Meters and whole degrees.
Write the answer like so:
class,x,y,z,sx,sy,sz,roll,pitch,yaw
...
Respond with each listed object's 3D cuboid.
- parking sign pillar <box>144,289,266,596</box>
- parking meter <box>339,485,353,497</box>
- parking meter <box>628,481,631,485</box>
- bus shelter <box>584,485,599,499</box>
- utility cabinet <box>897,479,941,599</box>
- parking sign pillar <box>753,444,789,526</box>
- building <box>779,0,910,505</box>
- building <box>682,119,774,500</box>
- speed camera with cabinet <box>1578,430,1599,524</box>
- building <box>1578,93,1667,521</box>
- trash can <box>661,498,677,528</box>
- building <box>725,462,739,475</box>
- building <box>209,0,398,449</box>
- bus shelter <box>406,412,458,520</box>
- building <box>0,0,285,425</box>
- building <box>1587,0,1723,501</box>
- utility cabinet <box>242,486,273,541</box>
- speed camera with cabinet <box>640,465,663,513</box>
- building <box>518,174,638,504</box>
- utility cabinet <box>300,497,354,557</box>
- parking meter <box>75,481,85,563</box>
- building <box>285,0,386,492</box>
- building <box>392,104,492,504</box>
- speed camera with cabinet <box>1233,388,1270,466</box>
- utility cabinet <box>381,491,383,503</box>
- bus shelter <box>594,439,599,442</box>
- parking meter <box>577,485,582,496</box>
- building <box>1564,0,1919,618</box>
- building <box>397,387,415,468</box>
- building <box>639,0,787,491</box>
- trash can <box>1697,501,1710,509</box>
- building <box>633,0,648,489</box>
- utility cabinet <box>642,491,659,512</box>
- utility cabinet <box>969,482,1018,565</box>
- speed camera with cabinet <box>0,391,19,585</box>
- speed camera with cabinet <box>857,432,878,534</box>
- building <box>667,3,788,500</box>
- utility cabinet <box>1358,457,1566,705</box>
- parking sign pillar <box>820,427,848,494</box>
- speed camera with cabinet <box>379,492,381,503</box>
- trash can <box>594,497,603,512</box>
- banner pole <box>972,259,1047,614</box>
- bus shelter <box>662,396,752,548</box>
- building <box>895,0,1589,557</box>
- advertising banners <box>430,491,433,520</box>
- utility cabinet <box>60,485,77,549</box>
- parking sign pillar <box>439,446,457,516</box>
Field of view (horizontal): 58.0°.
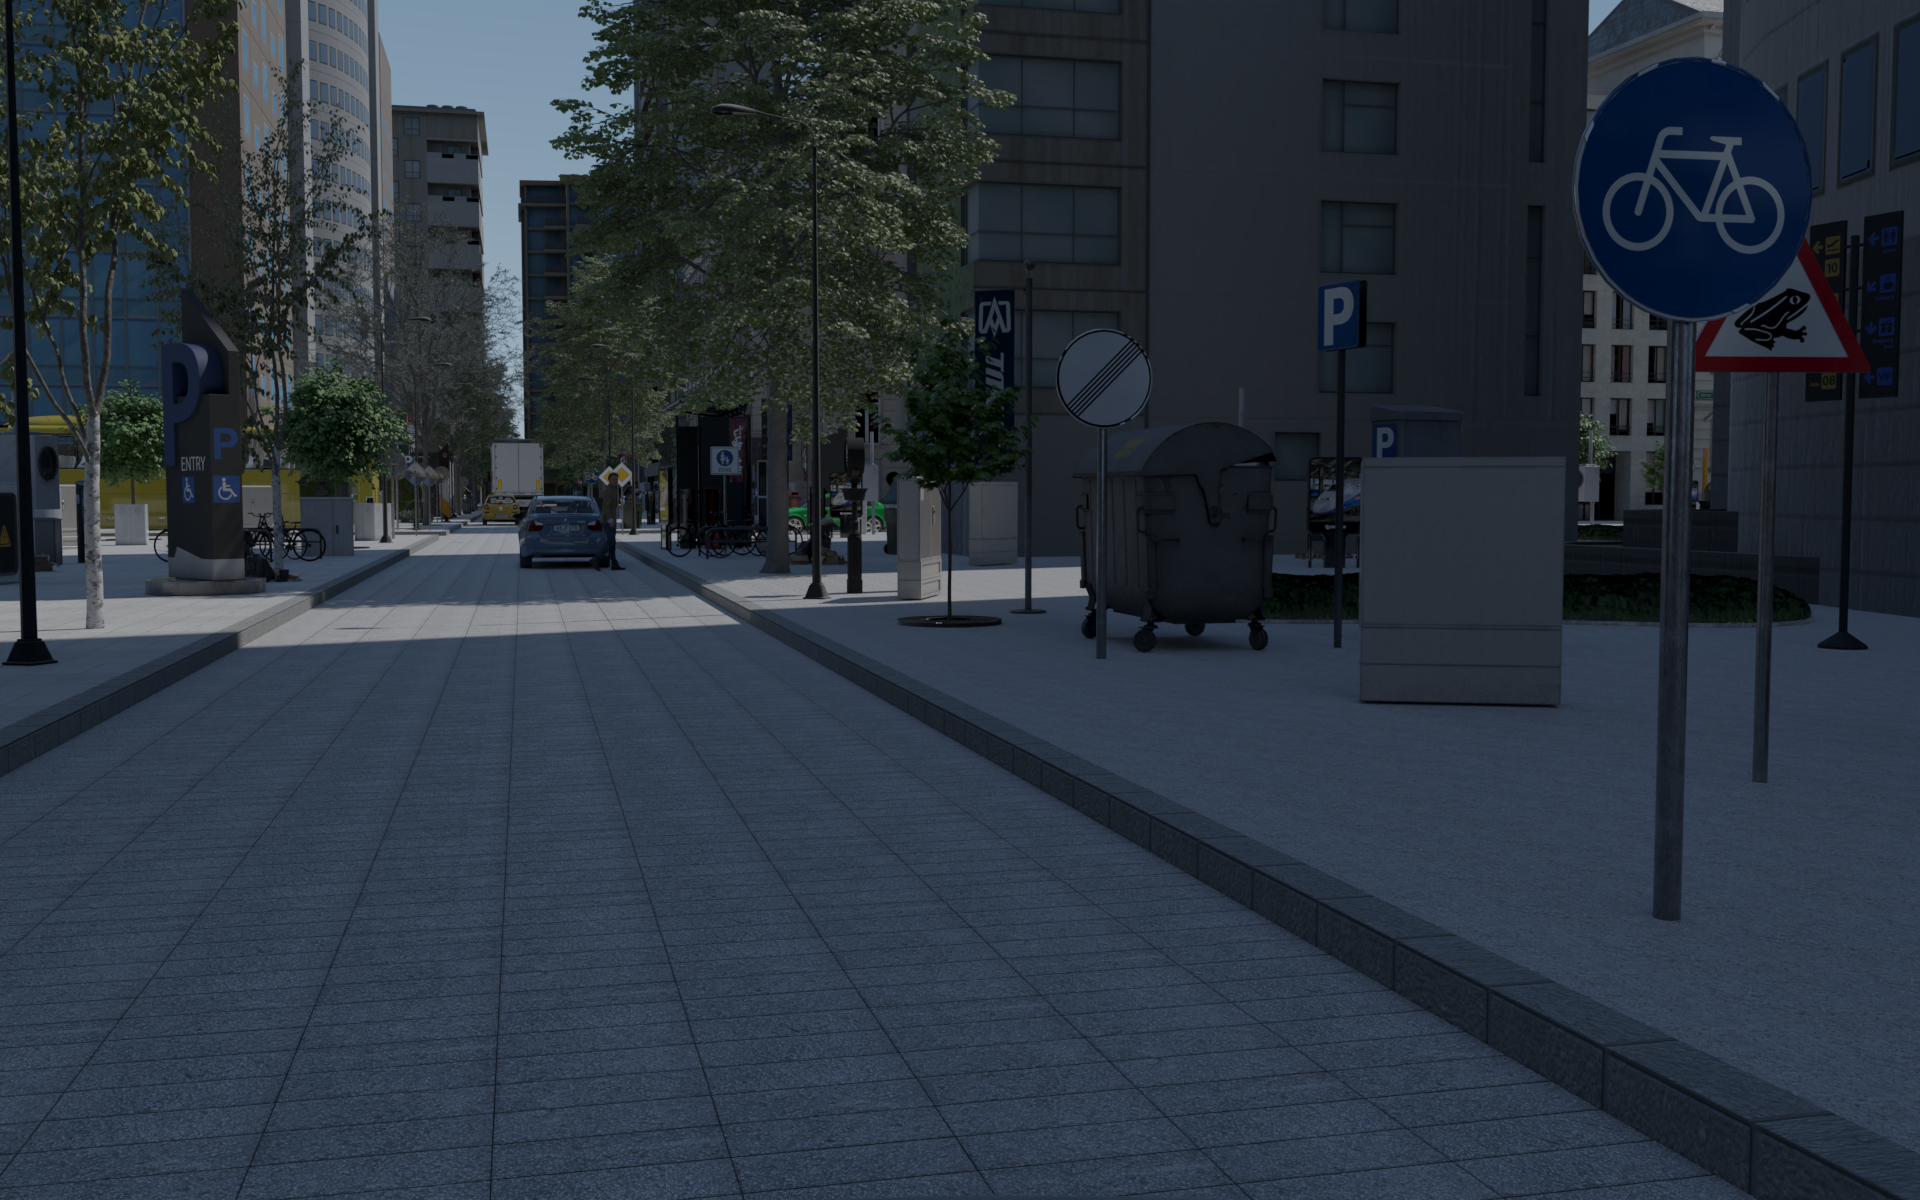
class,x,y,z,sx,sy,sz,roll,pitch,yaw
parking sign pillar,-9.769,-2.071,22.333,1.447,3.967,1.447,3,5,42
parking meter,-16.510,-2.332,46.546,0.372,1.533,0.369,0,3,0
parking meter,-15.022,-4.447,78.426,0.255,1.863,0.399,-1,4,-9
bus shelter,-22.496,-7.030,106.227,1.731,3.624,6.357,-1,4,-14
utility cabinet,-0.486,-0.778,21.403,0.318,1.500,1.173,1,4,11
parking sign pillar,-7.347,-4.836,67.546,1.447,3.967,1.447,-2,4,-30
building,4.653,-17.268,79.602,25.104,27.353,12.463,-1,4,-14
building,-8.754,-20.880,117.808,17.030,29.872,44.131,-1,4,-14
speed camera with cabinet,19.165,-3.672,54.367,0.660,3.252,2.038,-1,4,-18
building,24.989,-14.081,84.974,16.860,20.320,10.420,-1,4,-14
trash can,-10.396,-3.079,61.992,0.748,1.137,0.748,0,3,0
building,-24.452,-28.527,238.121,14.107,30.474,14.160,-1,4,-14
building,-61.346,-31.449,164.297,14.600,45.320,14.200,-1,4,-14
bus shelter,-26.748,-6.744,87.889,2.179,5.291,8.768,-1,4,-14
building,-35.810,-25.721,70.652,14.600,45.320,14.200,-1,4,-14
building,44.296,-18.557,90.792,23.554,28.519,14.401,-1,4,-14
utility cabinet,-18.820,-2.270,45.796,1.173,1.500,0.318,-2,4,-30
speed camera with cabinet,-20.815,-7.568,118.079,0.660,3.252,2.038,-3,5,-39
building,-46.730,-35.554,235.930,28.867,44.769,22.147,-1,4,-14
utility cabinet,-13.063,-1.504,35.760,1.020,1.237,0.306,-1,4,-19
parking meter,-16.270,-1.461,32.304,0.372,1.533,0.369,0,3,0
building,-59.501,-36.687,141.836,21.231,58.520,28.212,-1,4,-14
building,-75.272,-39.368,232.911,27.495,52.752,28.713,-1,4,-14
speed camera with cabinet,5.036,-2.281,31.634,0.660,3.252,2.038,2,4,32
utility cabinet,-34.666,-5.852,104.359,0.318,1.500,1.173,-2,4,-26
bus shelter,-26.310,-8.960,124.122,2.179,5.291,8.768,-1,4,-14
parking meter,-25.583,-6.789,116.705,0.255,1.863,0.399,1,4,18
building,20.574,-28.953,15.379,21.231,58.520,28.212,-1,4,-14
building,-74.446,-53.112,181.054,31.000,86.520,22.319,-1,4,-14
building,-19.069,-33.175,166.111,21.300,48.544,21.600,-1,4,-14
trash can,16.239,-1.567,37.280,0.748,1.137,0.748,0,3,0
building,-24.959,-39.631,189.962,21.231,58.520,28.212,-1,4,-14
utility cabinet,-22.405,-7.127,125.207,1.173,1.500,0.318,-1,4,-18
utility cabinet,0.595,-1.380,31.248,0.318,1.500,1.173,2,4,34
speed camera with cabinet,-13.781,-1.875,24.987,0.660,3.252,2.038,0,3,0
speed camera with cabinet,-3.244,-3.748,55.620,0.660,3.252,2.038,-2,4,-23
building,-17.876,-28.402,147.964,14.154,41.232,14.086,-1,4,-14
utility cabinet,3.047,-0.116,10.582,1.173,1.500,0.318,1,4,10
parking sign pillar,-4.850,-4.650,64.502,1.447,3.967,1.447,-2,4,-24
speed camera with cabinet,-41.943,-8.042,125.830,2.038,3.252,0.660,-2,4,-30
trash can,-16.525,-4.175,79.909,0.748,1.137,0.748,0,3,0
banner pole,0.523,-1.752,18.670,0.863,3.779,0.401,1,4,23
bus shelter,-6.536,-3.262,44.618,1.731,3.624,6.357,-1,4,-14
building,5.406,-21.927,42.098,14.154,41.232,14.086,-1,4,-14
advertising banners,-26.148,-5.302,82.881,0.090,3.025,2.074,3,4,38
utility cabinet,-20.913,-1.919,40.048,0.318,1.500,1.173,2,4,29
parking sign pillar,-28.787,-6.605,96.457,1.447,3.967,1.447,-3,5,-40
